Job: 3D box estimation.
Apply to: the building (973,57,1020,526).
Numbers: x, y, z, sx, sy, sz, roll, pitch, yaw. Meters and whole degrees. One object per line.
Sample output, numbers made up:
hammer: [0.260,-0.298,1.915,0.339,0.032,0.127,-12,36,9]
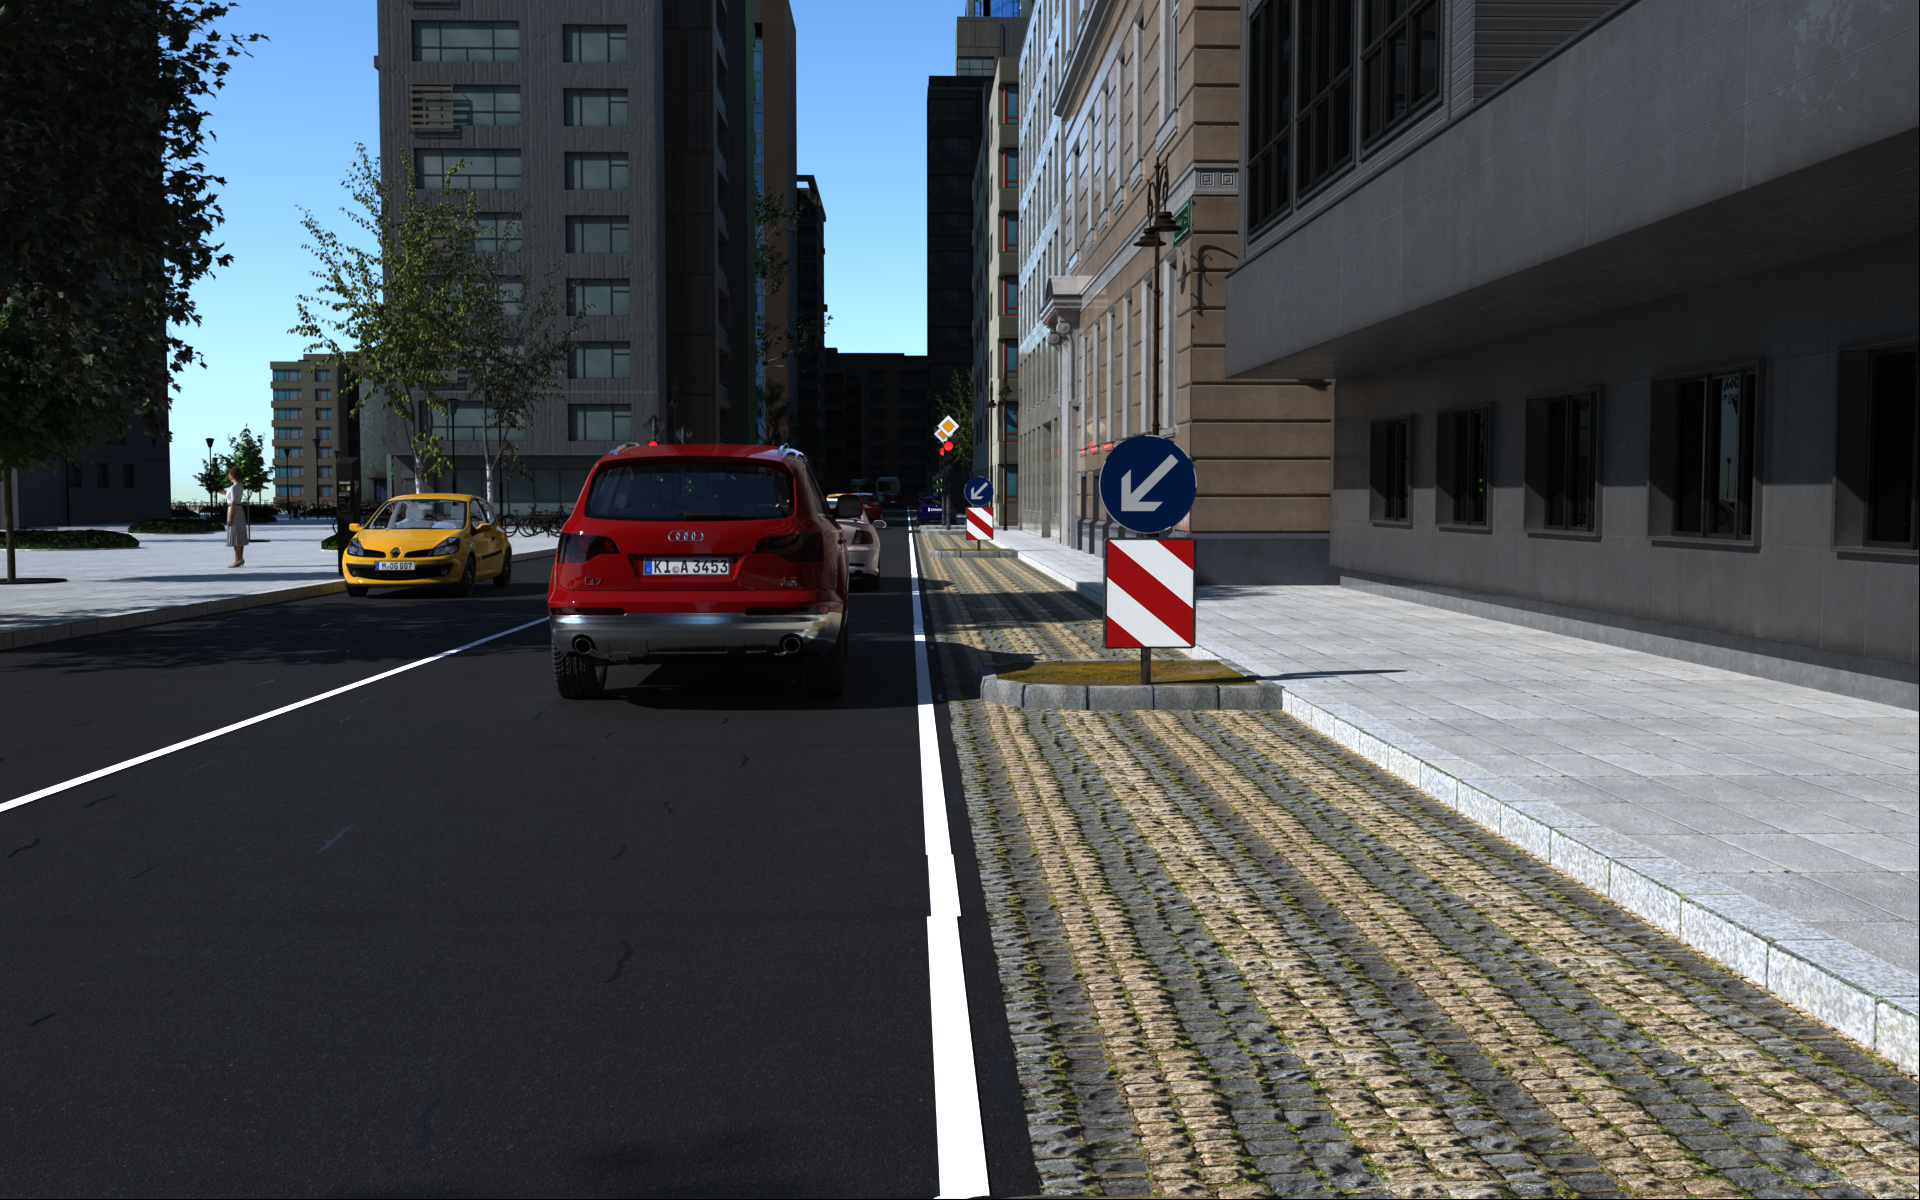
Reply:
building: [15.573,-14.555,83.020,28.899,21.520,27.650,0,4,-2]

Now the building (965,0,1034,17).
building: [9.502,-52.678,173.961,22.319,86.520,31.000,0,4,-2]

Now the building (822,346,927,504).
building: [-18.957,-24.292,242.212,28.899,21.520,27.650,0,4,-2]

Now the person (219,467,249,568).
person: [-12.724,-1.445,30.241,0.524,1.755,0.480,0,4,-5]

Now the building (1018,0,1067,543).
building: [7.520,-12.121,52.926,10.420,20.320,16.860,0,4,-2]

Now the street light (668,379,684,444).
street light: [-11.469,-5.947,70.018,0.468,5.910,1.993,0,4,-2]

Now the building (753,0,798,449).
building: [-21.572,-30.651,151.247,14.600,45.320,14.200,0,4,-2]

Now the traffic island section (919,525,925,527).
traffic island section: [-0.635,-2.899,69.682,2.009,0.180,2.903,0,4,-2]

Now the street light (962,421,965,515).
street light: [0.246,-8.241,107.528,0.468,5.910,1.993,0,4,-2]

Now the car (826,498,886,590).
car: [-2.194,-0.909,27.216,2.083,1.381,4.827,0,4,-3]

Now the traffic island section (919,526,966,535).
traffic island section: [-0.390,-2.411,61.700,2.009,0.180,2.903,0,4,-2]

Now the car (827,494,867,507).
car: [-4.792,-3.692,70.581,2.015,1.641,3.980,0,4,-2]

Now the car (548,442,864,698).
car: [-1.907,-0.310,13.748,2.281,1.827,5.304,0,4,-3]

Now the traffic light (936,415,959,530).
traffic light: [-0.431,-4.444,61.585,0.839,4.253,0.868,0,4,-2]

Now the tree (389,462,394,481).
tree: [-39.673,-8.684,125.689,4.285,4.588,4.351,0,3,0]

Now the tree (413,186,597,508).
tree: [-11.313,-5.629,42.403,4.360,8.622,3.978,0,3,0]

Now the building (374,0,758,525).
building: [-16.612,-24.007,76.111,14.154,41.232,14.086,0,4,-2]

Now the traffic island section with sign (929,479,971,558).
traffic island section with sign: [0.301,-1.891,39.550,1.989,1.847,2.006,0,4,-2]

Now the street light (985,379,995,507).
street light: [1.263,-5.941,69.922,0.468,5.910,1.993,0,4,-2]

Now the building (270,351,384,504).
building: [-75.737,-24.156,239.990,28.899,21.520,27.650,0,4,-2]

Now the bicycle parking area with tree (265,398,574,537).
bicycle parking area with tree: [-15.371,-4.144,54.760,9.016,4.147,8.231,1,4,14]

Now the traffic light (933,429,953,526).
traffic light: [-0.675,-4.932,69.566,0.839,4.253,0.868,0,4,-2]

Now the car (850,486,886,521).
car: [-4.475,-4.290,79.179,2.155,1.783,4.494,0,4,-1]

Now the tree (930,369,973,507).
tree: [0.603,-9.239,101.415,4.737,8.622,4.395,0,3,0]

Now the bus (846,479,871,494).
bus: [-12.318,-13.215,210.926,2.948,3.499,13.247,0,4,-3]

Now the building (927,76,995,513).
building: [4.653,-21.517,123.500,14.160,30.474,14.107,0,4,-2]

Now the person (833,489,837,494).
person: [-9.664,-7.589,132.931,0.444,1.785,0.601,-1,4,-12]

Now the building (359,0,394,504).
building: [-55.443,-54.676,206.618,31.000,86.520,22.319,0,4,-2]

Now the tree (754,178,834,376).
tree: [-13.451,-14.669,95.722,12.611,20.169,13.585,0,3,0]

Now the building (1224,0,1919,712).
building: [11.006,-11.578,8.374,14.314,24.678,30.058,0,4,-2]

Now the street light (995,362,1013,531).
street light: [1.594,-5.376,60.690,0.468,5.910,1.993,0,4,-2]

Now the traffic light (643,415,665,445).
traffic light: [-10.787,-4.424,61.254,0.839,4.253,0.868,0,4,-2]

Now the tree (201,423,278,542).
tree: [-18.968,-3.168,46.396,1.663,3.219,1.824,0,3,0]

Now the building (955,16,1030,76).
building: [6.553,-28.693,152.732,14.154,41.232,14.086,0,4,-2]

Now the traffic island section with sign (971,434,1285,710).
traffic island section with sign: [1.128,-0.227,12.342,1.989,1.847,2.006,0,4,-2]

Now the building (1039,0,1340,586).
building: [9.064,-15.128,33.243,13.634,28.700,20.117,0,4,-2]

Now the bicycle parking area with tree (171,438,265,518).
bicycle parking area with tree: [-35.911,-6.275,89.595,8.231,4.147,9.016,0,4,2]

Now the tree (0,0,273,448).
tree: [-10.802,-6.066,16.189,9.611,12.733,9.660,0,3,0]

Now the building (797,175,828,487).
building: [-27.784,-31.269,203.136,23.993,40.220,32.217,0,4,-2]

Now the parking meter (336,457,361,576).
parking meter: [-9.635,-1.321,27.303,0.255,1.863,0.399,0,4,1]

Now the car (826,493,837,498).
car: [-11.198,-8.908,154.681,2.155,1.783,4.494,0,4,-3]

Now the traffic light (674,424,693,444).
traffic light: [-11.031,-4.912,69.235,0.839,4.253,0.868,0,4,-2]

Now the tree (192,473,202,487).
tree: [-35.026,-5.318,81.548,1.663,3.219,1.824,0,3,0]

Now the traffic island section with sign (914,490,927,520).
traffic island section with sign: [-1.391,-5.238,94.269,1.989,1.847,2.006,0,4,-2]

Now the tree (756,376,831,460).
tree: [-14.362,-12.345,136.250,8.767,10.594,7.601,-1,4,-15]

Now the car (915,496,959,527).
car: [-0.996,-3.858,75.662,1.945,1.354,3.894,0,3,0]

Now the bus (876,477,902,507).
bus: [-7.982,-12.218,194.621,2.948,3.499,13.247,0,4,-2]

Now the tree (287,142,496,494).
tree: [-11.481,-5.239,36.024,4.737,8.622,4.395,0,3,0]

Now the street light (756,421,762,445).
street light: [-12.578,-8.237,107.466,0.468,5.910,1.993,0,4,-2]

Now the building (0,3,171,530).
building: [-43.211,-18.390,72.386,14.107,30.474,14.160,0,4,-2]

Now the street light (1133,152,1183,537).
street light: [2.710,-3.126,23.903,0.468,5.910,1.993,0,4,-2]

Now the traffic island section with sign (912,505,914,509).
traffic island section with sign: [-2.236,-6.937,122.051,1.989,1.847,2.006,0,4,-2]

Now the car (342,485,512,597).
car: [-7.771,-0.930,25.433,2.015,1.641,3.980,0,4,-3]

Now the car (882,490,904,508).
car: [-6.961,-10.468,179.828,2.281,1.827,5.304,0,4,-3]

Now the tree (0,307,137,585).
tree: [-13.875,-2.529,25.065,4.285,4.588,4.351,0,3,0]
